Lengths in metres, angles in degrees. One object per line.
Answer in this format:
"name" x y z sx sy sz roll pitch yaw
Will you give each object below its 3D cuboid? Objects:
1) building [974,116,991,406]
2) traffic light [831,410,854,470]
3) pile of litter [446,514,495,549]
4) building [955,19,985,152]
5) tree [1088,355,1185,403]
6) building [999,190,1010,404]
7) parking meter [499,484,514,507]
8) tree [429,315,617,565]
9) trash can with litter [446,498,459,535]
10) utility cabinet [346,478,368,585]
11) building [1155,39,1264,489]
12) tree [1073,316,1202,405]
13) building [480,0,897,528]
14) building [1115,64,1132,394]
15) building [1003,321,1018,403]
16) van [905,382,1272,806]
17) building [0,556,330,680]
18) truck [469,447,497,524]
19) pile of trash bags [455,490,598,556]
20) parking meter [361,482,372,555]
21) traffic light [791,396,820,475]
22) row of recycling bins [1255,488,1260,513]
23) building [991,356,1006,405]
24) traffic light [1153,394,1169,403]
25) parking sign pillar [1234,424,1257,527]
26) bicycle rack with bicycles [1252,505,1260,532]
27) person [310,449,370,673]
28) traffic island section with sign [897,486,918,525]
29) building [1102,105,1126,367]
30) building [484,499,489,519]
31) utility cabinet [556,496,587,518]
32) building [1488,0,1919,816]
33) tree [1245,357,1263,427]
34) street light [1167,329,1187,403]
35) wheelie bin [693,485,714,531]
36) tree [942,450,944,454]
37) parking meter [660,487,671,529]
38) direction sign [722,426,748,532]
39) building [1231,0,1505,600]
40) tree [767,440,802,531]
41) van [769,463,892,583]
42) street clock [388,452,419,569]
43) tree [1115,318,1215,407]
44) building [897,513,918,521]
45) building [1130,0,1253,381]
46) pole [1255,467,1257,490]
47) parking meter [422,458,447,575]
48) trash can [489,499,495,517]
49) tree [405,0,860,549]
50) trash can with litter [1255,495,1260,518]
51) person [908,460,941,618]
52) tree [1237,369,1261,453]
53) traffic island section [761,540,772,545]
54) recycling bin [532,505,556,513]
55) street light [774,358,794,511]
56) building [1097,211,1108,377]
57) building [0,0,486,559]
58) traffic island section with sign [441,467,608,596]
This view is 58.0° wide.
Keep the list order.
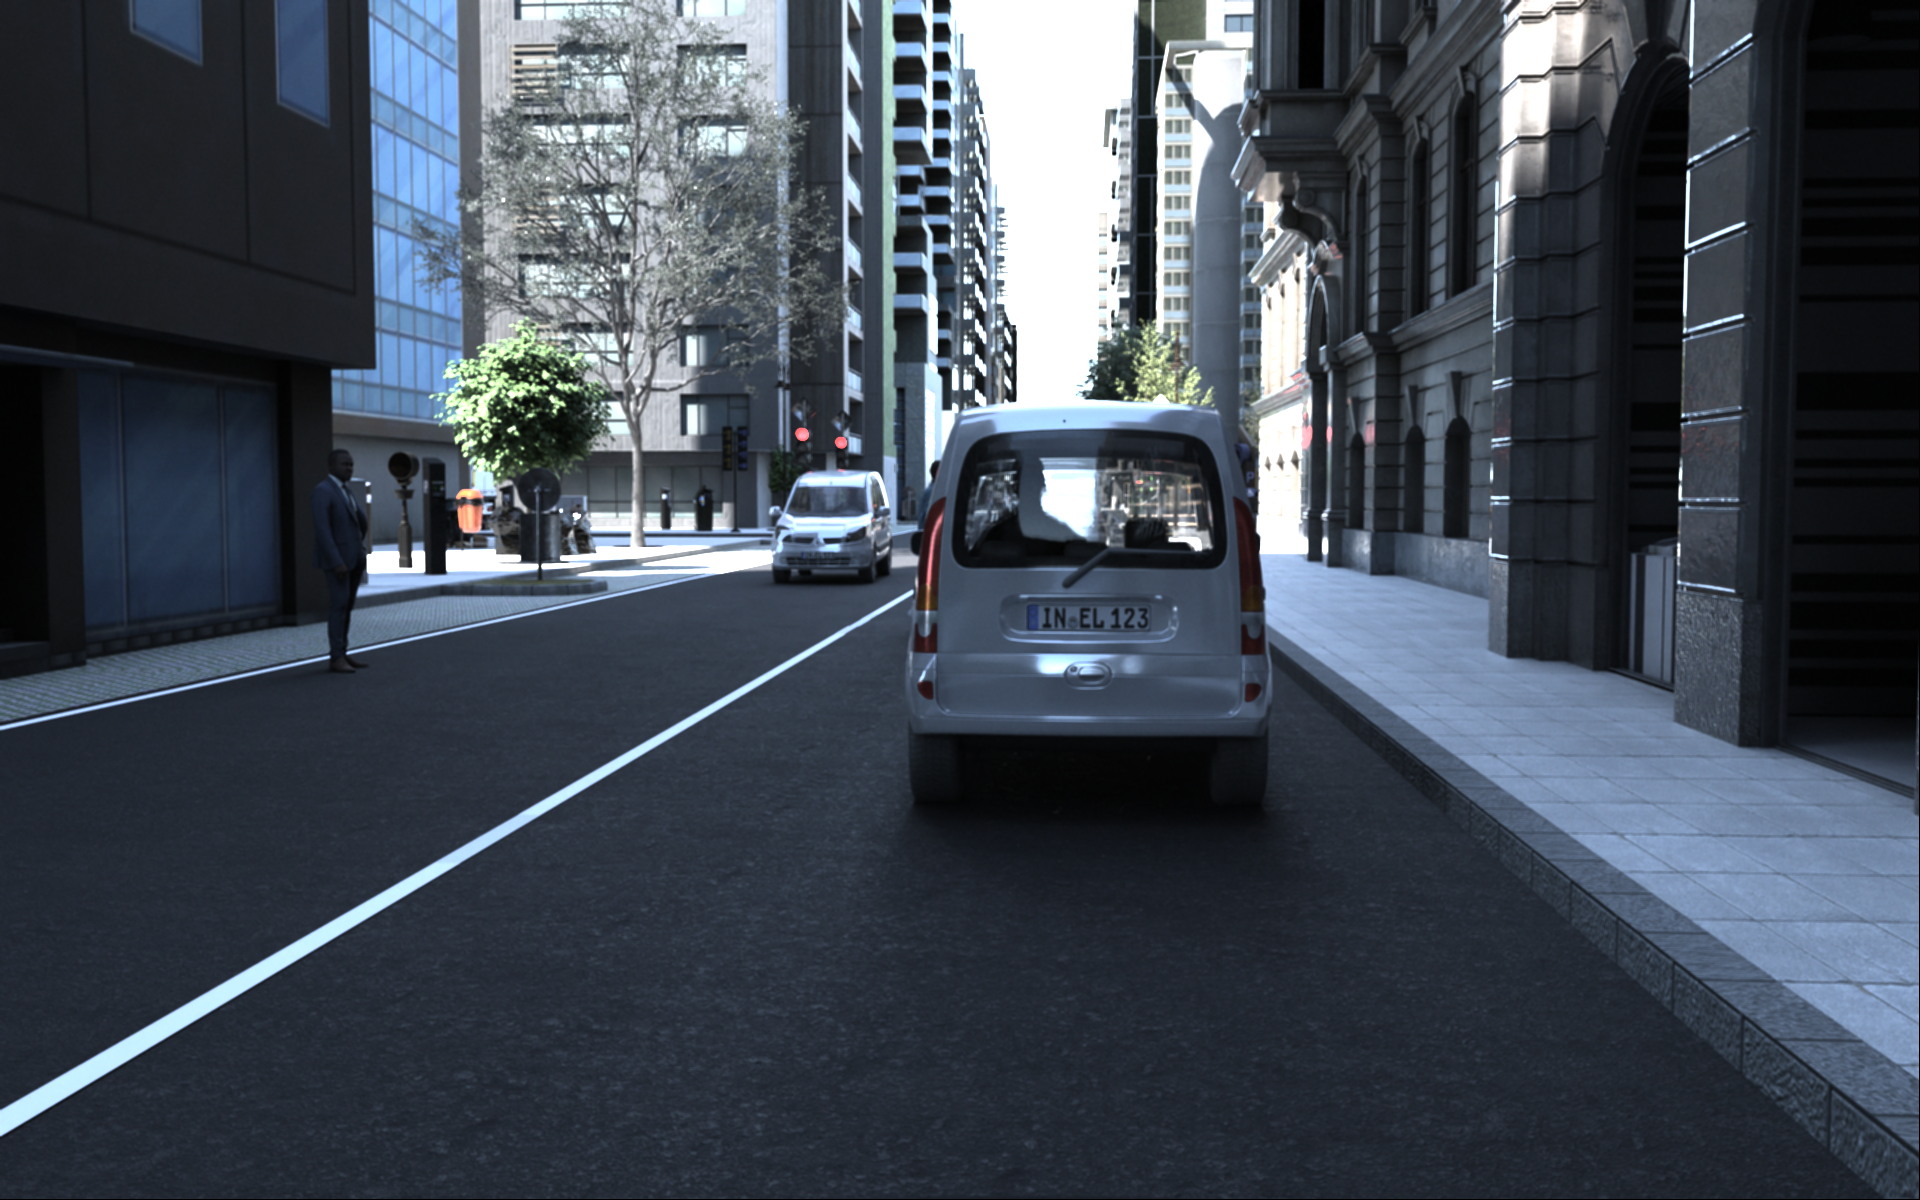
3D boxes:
"building" -3.616 -33.726 201.525 14.600 45.320 14.200 0 4 4
"traffic light" -3.888 -4.199 57.573 0.839 4.253 0.868 0 4 4
"pile of litter" -11.719 -1.663 41.147 1.719 0.858 1.176 -1 4 -12
"building" -8.916 -34.240 179.440 23.786 49.044 30.456 0 4 4
"tree" 11.881 -11.051 115.101 8.767 10.594 7.601 0 4 -1
"building" -3.865 -39.225 260.932 23.786 49.044 30.456 0 4 4
"parking meter" -11.701 -2.221 44.731 0.372 1.533 0.369 0 3 0
"tree" -8.055 -2.947 31.902 4.285 4.588 4.351 0 3 0
"trash can with litter" -13.250 -2.081 45.419 0.624 1.170 1.055 -1 4 -19
"utility cabinet" -8.806 -0.932 23.909 1.173 1.500 0.318 -3 5 -44
"building" 28.898 -27.592 143.014 32.217 40.220 23.993 0 4 4
"tree" 12.607 -13.370 125.250 9.857 13.997 8.962 0 3 0
"building" -10.294 -23.604 69.518 14.154 41.232 14.086 0 4 4
"building" 28.411 -34.926 190.640 23.786 49.044 30.456 0 4 4
"building" 2.234 -31.295 283.368 14.160 30.474 14.107 0 4 4
"van" 0.678 -0.145 9.377 2.013 2.044 4.112 0 4 4
"building" -14.041 -22.132 11.961 14.600 45.320 14.200 0 4 4
"truck" -20.416 -3.999 54.294 11.283 4.237 2.839 0 4 3
"pile of trash bags" -9.376 -1.659 36.884 3.447 1.369 1.912 2 4 27
"parking meter" -12.585 -1.716 36.463 0.372 1.533 0.369 0 3 0
"traffic light" -4.445 -3.712 49.607 0.839 4.253 0.868 0 4 4
"row of recycling bins" 20.619 -6.721 117.007 3.534 1.692 1.069 2 4 30
"building" -8.314 -23.643 231.600 27.650 21.520 28.899 0 4 4
"traffic light" 5.643 -3.670 48.921 0.839 4.253 0.868 0 4 4
"parking sign pillar" 10.881 -4.772 66.491 1.447 3.967 1.447 -1 4 -15
"bicycle rack with bicycles" 9.751 -2.670 57.038 2.925 0.926 2.852 -1 4 -21
"person" -5.077 -0.335 14.167 0.419 1.800 0.721 0 4 -3
"traffic island section with sign" -2.334 -4.400 80.560 1.989 1.847 2.006 0 4 4
"building" 33.271 -39.177 229.780 28.713 52.752 27.495 0 4 4
"building" -34.873 -25.365 69.337 28.867 44.769 22.147 0 4 4
"utility cabinet" -13.151 -2.902 58.601 1.020 1.237 0.306 1 4 13
"building" 9.373 -9.775 1.628 13.314 21.916 24.055 0 4 4
"tree" 17.097 -8.385 87.463 4.737 8.622 4.395 0 3 0
"street light" 6.059 -4.632 48.527 0.468 5.910 1.993 0 4 4
"wheelie bin" -8.820 -3.167 59.690 0.693 1.594 0.980 -1 4 -18
"tree" -1.103 -8.859 128.559 4.285 4.588 4.351 0 3 0
"parking meter" -10.750 -3.355 63.268 0.372 1.533 0.369 0 3 0
"direction sign" -7.546 -4.045 58.132 0.876 3.537 0.379 1 4 13
"building" 12.310 -12.946 30.745 14.460 24.649 34.723 0 4 4
"tree" -6.336 -4.046 60.746 1.663 3.219 1.824 0 3 0
"van" -2.126 -1.364 29.309 2.013 2.044 4.112 0 4 3
"street clock" -9.551 -1.542 29.781 0.471 2.002 0.358 1 4 13
"tree" 8.378 -7.457 72.277 4.737 8.622 4.395 0 3 0
"building" -11.773 -48.081 98.799 22.319 86.520 31.000 0 4 4
"building" 24.593 -44.430 164.683 20.563 71.187 20.611 0 4 4
"pole" 22.228 -8.357 130.487 0.158 3.312 0.155 0 3 0
"parking meter" -8.375 -1.340 27.612 0.255 1.863 0.399 -3 4 -37
"trash can" -22.638 -4.415 83.831 0.748 1.137 0.748 0 3 0
"tree" -7.654 -7.972 40.710 12.009 13.543 11.850 0 3 0
"trash can with litter" 15.976 -4.956 92.088 1.678 1.210 2.233 1 4 10
"person" -0.324 -0.572 18.199 0.444 1.785 0.601 0 4 2
"tree" 18.142 -9.260 101.757 4.360 8.622 3.978 0 3 0
"traffic island section" -4.484 -1.680 49.745 2.009 0.180 2.903 0 4 4
"recycling bin" -14.209 -2.836 58.918 0.722 1.027 0.722 2 4 25
"street light" -5.887 -5.219 58.119 0.468 5.910 1.993 0 4 4
"building" 26.875 -34.729 251.407 14.154 41.232 14.086 0 4 4
"building" -21.273 -24.006 42.616 14.200 45.320 14.600 0 4 4
"traffic island section with sign" -6.220 -1.008 25.105 1.989 1.847 2.006 0 4 4
